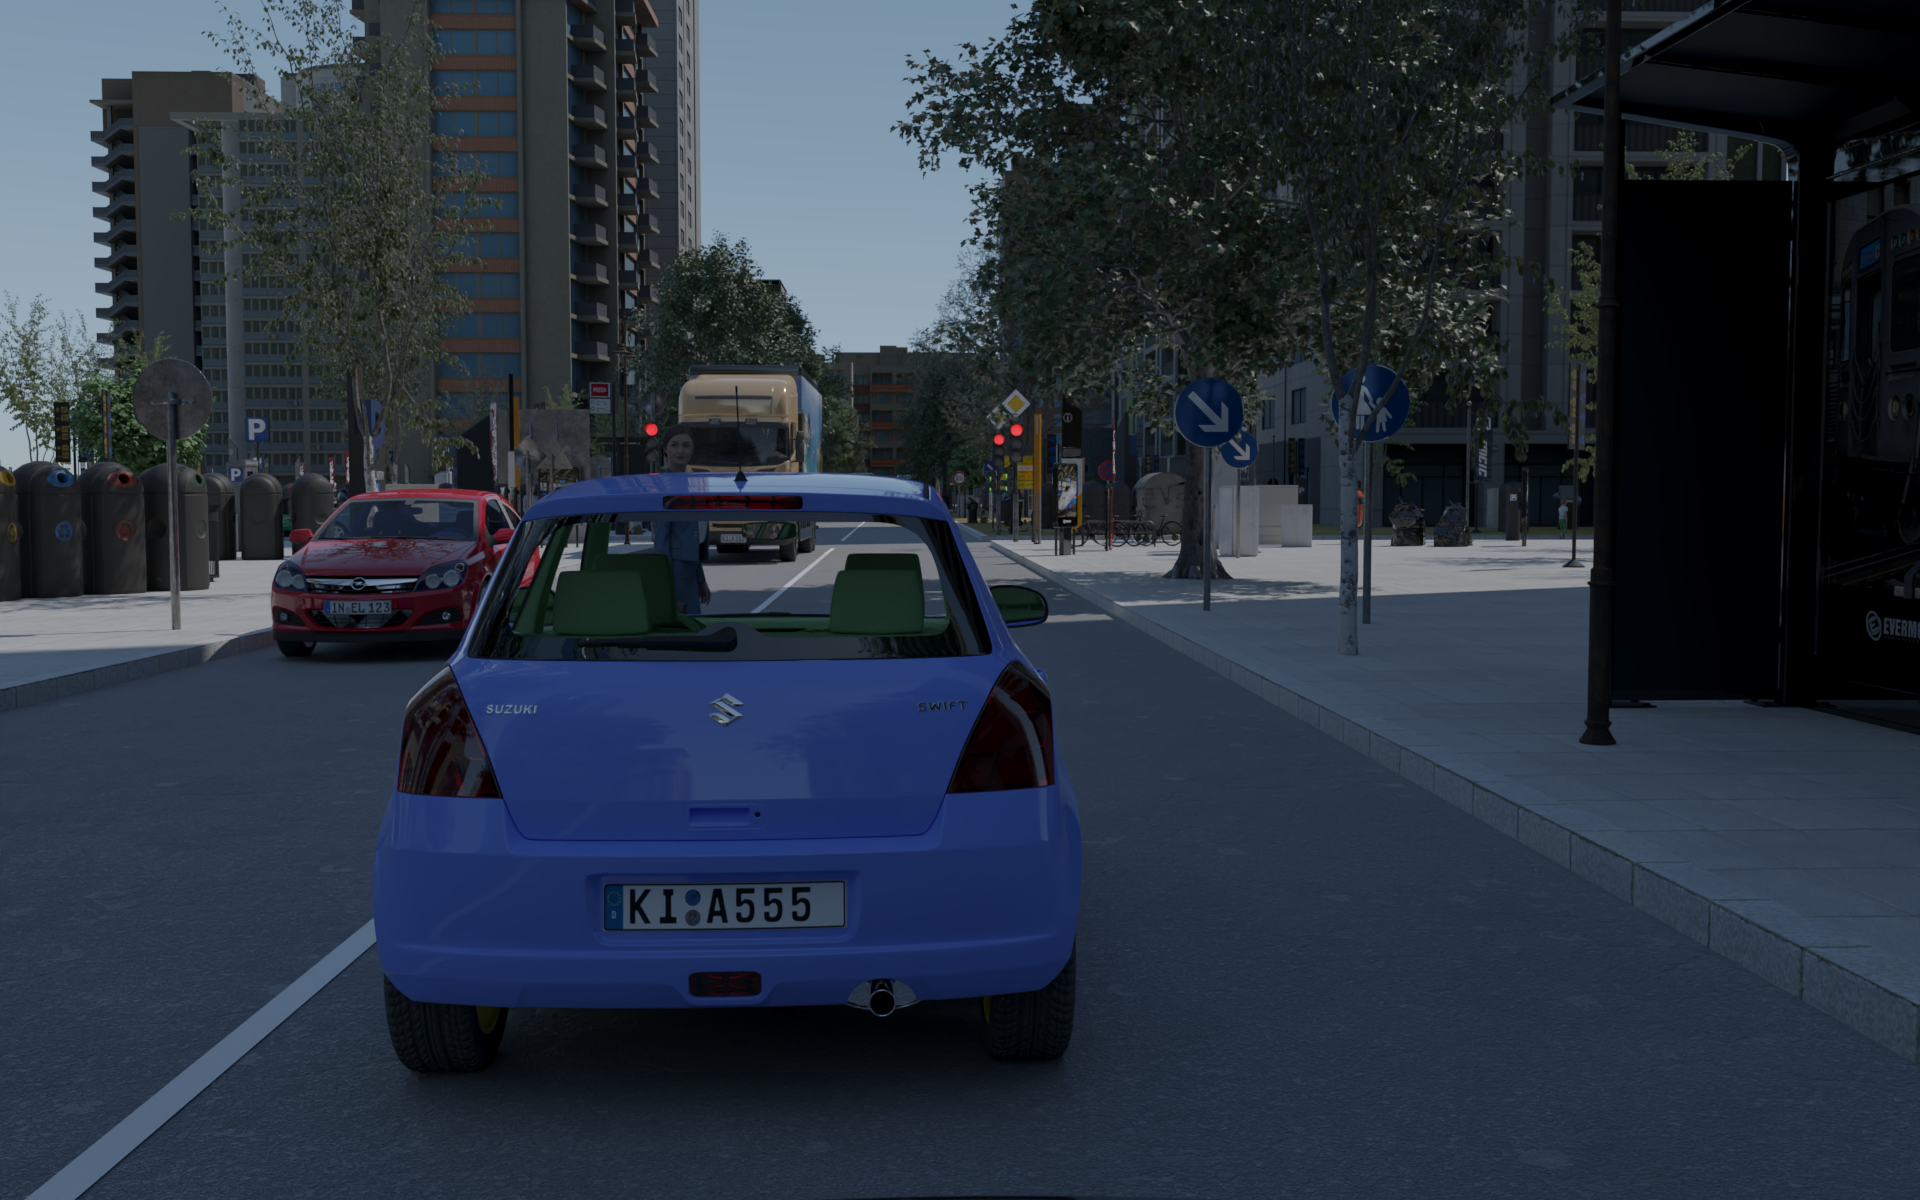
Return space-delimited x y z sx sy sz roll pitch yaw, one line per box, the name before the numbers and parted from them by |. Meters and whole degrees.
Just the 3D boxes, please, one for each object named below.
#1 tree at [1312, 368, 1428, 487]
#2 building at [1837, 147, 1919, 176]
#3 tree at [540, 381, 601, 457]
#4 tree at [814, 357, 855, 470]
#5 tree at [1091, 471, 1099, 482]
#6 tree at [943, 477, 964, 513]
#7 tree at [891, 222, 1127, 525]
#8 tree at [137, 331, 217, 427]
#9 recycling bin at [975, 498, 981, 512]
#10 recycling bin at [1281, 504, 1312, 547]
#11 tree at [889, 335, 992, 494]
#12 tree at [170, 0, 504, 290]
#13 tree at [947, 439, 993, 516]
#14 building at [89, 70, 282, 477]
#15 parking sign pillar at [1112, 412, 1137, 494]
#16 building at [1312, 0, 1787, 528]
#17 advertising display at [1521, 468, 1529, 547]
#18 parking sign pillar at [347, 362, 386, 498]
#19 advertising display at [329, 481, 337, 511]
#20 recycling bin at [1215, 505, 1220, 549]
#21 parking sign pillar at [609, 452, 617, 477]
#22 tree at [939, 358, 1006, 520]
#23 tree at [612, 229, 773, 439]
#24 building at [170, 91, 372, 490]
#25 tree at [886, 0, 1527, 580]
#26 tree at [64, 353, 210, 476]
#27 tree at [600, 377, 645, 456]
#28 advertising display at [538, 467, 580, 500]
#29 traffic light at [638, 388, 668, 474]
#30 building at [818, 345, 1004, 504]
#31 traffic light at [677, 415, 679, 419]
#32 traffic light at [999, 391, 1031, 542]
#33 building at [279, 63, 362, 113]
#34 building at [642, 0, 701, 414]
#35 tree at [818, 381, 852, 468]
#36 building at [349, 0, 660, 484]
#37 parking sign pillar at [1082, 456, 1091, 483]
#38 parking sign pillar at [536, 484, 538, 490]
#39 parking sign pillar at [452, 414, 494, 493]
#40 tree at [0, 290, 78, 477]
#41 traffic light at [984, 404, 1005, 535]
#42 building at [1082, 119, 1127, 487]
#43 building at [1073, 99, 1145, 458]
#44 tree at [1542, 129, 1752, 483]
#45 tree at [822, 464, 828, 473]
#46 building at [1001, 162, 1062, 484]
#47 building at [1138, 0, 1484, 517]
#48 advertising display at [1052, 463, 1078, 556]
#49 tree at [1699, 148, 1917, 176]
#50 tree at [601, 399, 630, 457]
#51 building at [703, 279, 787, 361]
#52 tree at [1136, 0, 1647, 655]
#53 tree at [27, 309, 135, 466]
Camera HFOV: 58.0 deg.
tree | 14.415 -6.752 60.756 4.737 8.622 4.395 0 3 0
building | 57.624 -32.843 78.984 28.212 58.520 21.231 0 4 -2
tree | -26.142 -9.942 112.918 4.737 8.622 4.395 0 3 0
tree | -11.827 -11.939 120.950 9.928 11.665 9.643 0 3 0
tree | 9.208 -8.001 125.424 1.663 3.219 1.824 0 3 0
tree | -0.134 -7.677 120.118 1.663 3.219 1.824 0 3 0
tree | 2.380 -9.948 73.022 12.009 13.543 11.850 0 3 0
tree | -35.617 -7.747 77.022 4.737 8.622 4.395 0 3 0
recycling bin | 1.113 -7.022 127.363 0.722 1.027 0.722 1 4 13
recycling bin | 8.185 -1.806 42.082 0.722 1.027 0.722 1 4 11
tree | -1.845 -21.068 200.347 12.611 20.169 13.585 0 3 0
tree | -7.774 -4.409 22.452 4.360 8.622 3.978 0 3 0
tree | 0.703 -7.314 103.299 4.285 4.588 4.351 0 3 0
building | -79.981 -32.467 180.947 14.200 45.320 14.600 0 4 -2
parking sign pillar | 5.450 -4.224 57.529 1.447 3.967 1.447 -1 4 -13
building | 25.329 -38.931 74.771 20.611 71.187 20.563 0 4 -2
advertising display | 13.920 -2.291 42.669 0.123 1.923 0.974 1 4 20
parking sign pillar | -12.335 -2.910 36.044 1.447 3.967 1.447 0 4 -4
advertising display | -31.873 -5.039 87.605 0.123 1.923 0.974 1 4 20
recycling bin | 6.256 -1.728 40.802 0.722 1.027 0.722 2 4 33
parking sign pillar | -20.418 -6.949 102.093 1.447 3.967 1.447 -3 5 -41
tree | 1.359 -8.346 86.824 4.360 8.622 3.978 0 3 0
tree | -10.542 -9.697 75.548 9.611 12.733 9.660 0 3 0
building | -60.166 -29.433 173.110 23.993 40.220 32.217 0 4 -2
tree | 3.693 -6.662 25.927 9.611 12.733 9.660 0 3 0
tree | -19.255 -3.489 40.752 4.285 4.588 4.351 0 3 0
tree | -20.203 -9.540 106.338 4.360 8.622 3.978 0 3 0
advertising display | -9.556 -2.206 41.283 0.974 1.923 0.123 -2 4 -26
traffic light | -8.127 -3.493 46.038 0.839 4.253 0.868 0 4 -2
building | -9.111 -24.236 241.301 28.899 21.520 27.650 0 4 -2
traffic light | -8.413 -3.982 54.018 0.839 4.253 0.868 0 4 -2
traffic light | 1.477 -3.515 46.397 0.839 4.253 0.868 0 4 -2
building | -75.660 -42.366 234.689 28.212 58.520 21.231 0 4 -2
building | -38.100 -45.316 179.160 20.611 71.187 20.563 0 4 -2
tree | -11.749 -12.093 132.138 7.601 10.594 8.767 -1 4 -19
building | -36.759 -29.815 142.093 22.147 44.769 28.867 0 4 -2
parking sign pillar | 7.110 -6.836 100.244 1.447 3.967 1.447 2 4 28
parking sign pillar | -26.144 -7.216 106.453 1.447 3.967 1.447 -3 5 -45
parking sign pillar | -15.993 -4.184 56.874 1.447 3.967 1.447 -3 5 -41
tree | -33.442 -6.885 62.926 4.737 8.622 4.395 0 3 0
traffic light | 1.192 -4.003 54.377 0.839 4.253 0.868 0 4 -2
building | 23.001 -51.898 161.206 22.319 86.520 31.000 0 4 -2
building | 18.343 -30.663 184.937 14.154 41.232 14.086 0 4 -2
tree | 13.823 -5.162 34.754 4.737 8.622 4.395 0 3 0
tree | -12.318 -9.588 140.473 4.285 4.588 4.351 0 3 0
building | 12.701 -35.689 233.617 14.200 45.320 14.600 0 4 -2
building | 22.151 -41.616 118.678 20.563 71.187 20.611 0 4 -2
advertising display | 2.200 -1.896 36.205 0.123 1.923 0.974 2 4 29
tree | 14.604 -4.795 28.763 4.360 8.622 3.978 0 3 0
tree | -25.475 -10.769 126.440 4.737 8.622 4.395 0 3 0
building | -30.384 -28.208 232.908 14.107 30.474 14.160 0 4 -2
tree | 3.102 -3.852 13.343 4.360 8.622 3.978 0 3 0
tree | -34.452 -7.221 68.422 4.360 8.622 3.978 0 3 0
